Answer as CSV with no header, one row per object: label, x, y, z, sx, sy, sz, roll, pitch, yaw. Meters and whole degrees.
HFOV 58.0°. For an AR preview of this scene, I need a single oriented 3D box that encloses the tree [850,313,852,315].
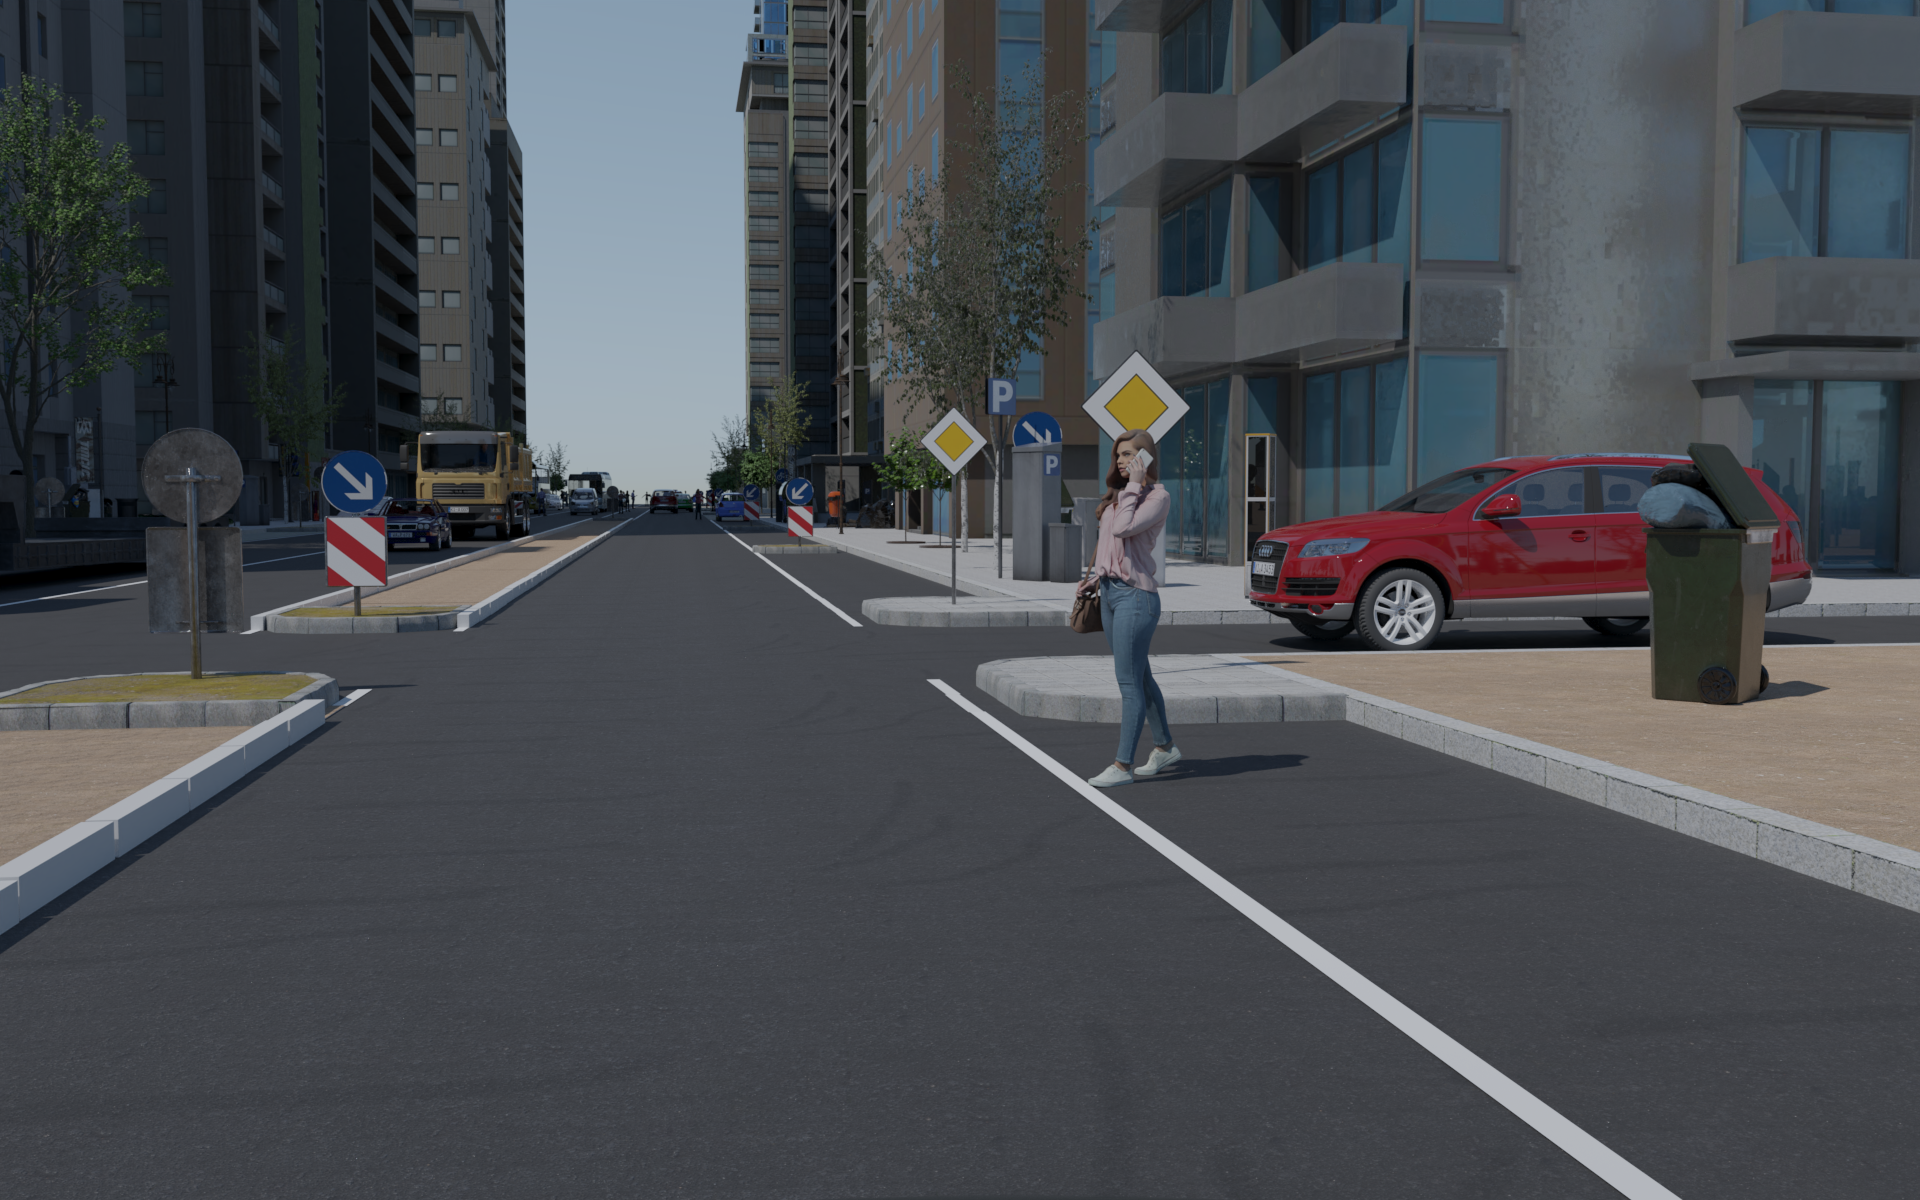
tree,-0.132,-5.342,37.697,4.360,8.622,3.978,0,3,0

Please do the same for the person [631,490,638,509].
person,-31.795,-9.834,169.156,0.599,1.838,0.709,-2,4,-35

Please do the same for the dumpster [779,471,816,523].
dumpster,-7.085,-4.470,75.570,1.502,2.255,1.985,-1,4,-9

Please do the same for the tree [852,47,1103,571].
tree,0.566,-4.814,29.076,4.360,8.622,3.978,0,3,0

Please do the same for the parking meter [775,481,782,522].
parking meter,-8.238,-4.469,78.778,0.255,1.863,0.399,-1,4,-15

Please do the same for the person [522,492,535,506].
person,-23.522,-5.193,94.198,0.721,1.735,1.217,1,4,19

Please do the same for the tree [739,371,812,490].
tree,-10.743,-9.394,103.955,4.737,8.622,4.395,0,3,0

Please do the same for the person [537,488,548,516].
person,-27.190,-6.384,112.747,0.709,1.838,0.599,0,4,3

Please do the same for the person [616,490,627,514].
person,-24.616,-7.110,125.464,0.721,1.736,1.217,3,5,42

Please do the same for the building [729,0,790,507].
building,-20.212,-56.541,237.122,22.319,86.520,31.000,-1,4,-9

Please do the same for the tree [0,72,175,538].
tree,-23.970,-7.232,43.998,9.928,11.665,9.643,0,3,0

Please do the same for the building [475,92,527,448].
building,-64.984,-35.955,211.558,21.300,48.544,21.600,-1,4,-9

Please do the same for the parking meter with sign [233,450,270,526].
parking meter with sign,-28.607,-4.493,69.727,0.543,3.016,1.738,1,4,22

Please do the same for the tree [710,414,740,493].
tree,-20.615,-12.712,158.203,4.737,8.622,4.395,0,3,0

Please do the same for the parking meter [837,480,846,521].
parking meter,-4.787,-3.928,69.939,0.255,1.863,0.399,1,4,11

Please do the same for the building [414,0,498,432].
building,-65.307,-36.533,186.546,28.713,52.752,27.495,-1,4,-9

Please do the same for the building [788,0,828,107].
building,-5.804,-27.261,129.310,14.154,41.232,14.086,-1,4,-9

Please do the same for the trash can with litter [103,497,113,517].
trash can with litter,-29.815,-2.993,60.315,0.624,1.170,1.055,-1,4,-21

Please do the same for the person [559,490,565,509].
person,-38.108,-9.612,165.676,0.705,1.822,1.348,1,4,21

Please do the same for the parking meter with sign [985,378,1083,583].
parking meter with sign,1.124,-1.793,25.577,0.543,3.016,1.738,-3,4,-38

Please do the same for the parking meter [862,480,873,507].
parking meter,-3.768,-3.961,70.470,0.399,1.863,0.255,0,4,4

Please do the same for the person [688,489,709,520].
person,-14.708,-5.392,97.377,1.217,1.743,0.721,-1,4,-9

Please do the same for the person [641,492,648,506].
person,-36.611,-11.813,202.356,1.217,1.736,0.721,-2,4,-25

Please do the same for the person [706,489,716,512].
person,-19.706,-7.945,138.335,1.348,1.831,0.705,2,4,33

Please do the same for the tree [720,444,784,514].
tree,-12.836,-7.840,111.899,4.285,4.588,4.351,0,3,0

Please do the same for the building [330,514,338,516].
building,-45.697,-40.397,98.747,20.563,71.187,20.611,-1,4,-9

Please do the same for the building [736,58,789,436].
building,-12.078,-37.961,209.903,28.713,52.752,27.495,-1,4,-9

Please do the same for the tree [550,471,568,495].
tree,-56.915,-15.909,243.824,4.285,4.588,4.351,0,3,0

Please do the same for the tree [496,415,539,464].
tree,-42.730,-12.891,161.134,4.737,8.622,4.395,0,3,0

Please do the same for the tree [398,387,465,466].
tree,-36.185,-10.296,118.699,4.360,8.622,3.978,0,3,0

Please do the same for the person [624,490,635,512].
person,-26.883,-8.012,140.213,1.217,1.735,0.721,1,4,15

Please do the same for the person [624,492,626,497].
person,-45.938,-13.932,237.213,0.530,1.710,0.541,0,4,-2

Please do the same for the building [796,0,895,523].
building,8.295,-24.045,85.012,32.217,40.220,23.993,-1,4,-9

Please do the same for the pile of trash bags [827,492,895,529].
pile of trash bags,-3.292,-3.335,64.273,3.447,1.369,1.912,-2,4,-26

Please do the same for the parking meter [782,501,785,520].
parking meter,-8.864,-4.774,86.467,0.372,1.533,0.369,0,3,0

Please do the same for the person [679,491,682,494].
person,-28.784,-10.377,178.950,0.721,1.735,1.217,0,4,6

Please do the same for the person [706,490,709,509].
person,-24.615,-9.803,168.796,0.705,1.823,1.348,-1,4,-9

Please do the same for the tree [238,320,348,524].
tree,-28.531,-7.537,73.595,4.737,8.622,4.395,0,3,0

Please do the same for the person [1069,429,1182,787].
person,0.889,0.028,8.628,0.643,1.750,0.593,-1,4,-22

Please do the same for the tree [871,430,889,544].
tree,-1.526,-3.073,44.847,1.663,3.219,1.824,0,3,0

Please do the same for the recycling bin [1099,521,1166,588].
recycling bin,2.381,-0.697,23.949,0.722,1.027,0.722,-1,4,-18

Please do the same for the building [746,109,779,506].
building,-16.148,-30.878,188.447,14.154,41.232,14.086,-1,4,-9

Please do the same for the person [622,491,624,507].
person,-37.041,-11.116,190.797,0.434,1.755,0.990,0,4,-5

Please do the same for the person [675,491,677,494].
person,-27.415,-9.661,167.011,0.990,1.755,0.434,1,4,10

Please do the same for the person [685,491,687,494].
person,-25.523,-9.321,161.426,1.217,1.766,0.721,1,4,21

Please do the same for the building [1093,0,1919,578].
building,17.775,-25.464,35.941,30.456,49.044,23.786,-1,4,-9

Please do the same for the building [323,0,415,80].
building,-50.346,-30.388,120.540,21.300,48.544,21.600,-1,4,-9

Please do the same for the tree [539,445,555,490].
tree,-47.649,-14.543,188.146,4.737,8.622,4.395,0,3,0

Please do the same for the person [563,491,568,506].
person,-46.660,-12.036,205.367,0.705,1.814,1.350,2,4,34

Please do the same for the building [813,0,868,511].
building,0.324,-41.199,111.854,20.563,71.187,20.611,-1,4,-9

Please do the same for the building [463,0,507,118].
building,-68.950,-48.521,231.565,20.563,71.187,20.611,-1,4,-9

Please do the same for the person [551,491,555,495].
person,-48.434,-12.069,205.928,0.705,1.812,1.348,3,4,37

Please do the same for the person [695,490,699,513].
person,-20.240,-7.612,133.751,0.445,1.727,0.742,0,4,-7

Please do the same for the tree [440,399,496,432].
tree,-39.109,-11.338,135.735,4.737,8.622,4.395,0,3,0

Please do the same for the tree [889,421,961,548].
tree,-0.404,-2.865,41.447,1.663,3.219,1.824,0,3,0

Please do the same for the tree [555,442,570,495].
tree,-55.825,-17.654,239.003,4.737,8.622,4.395,0,3,0
